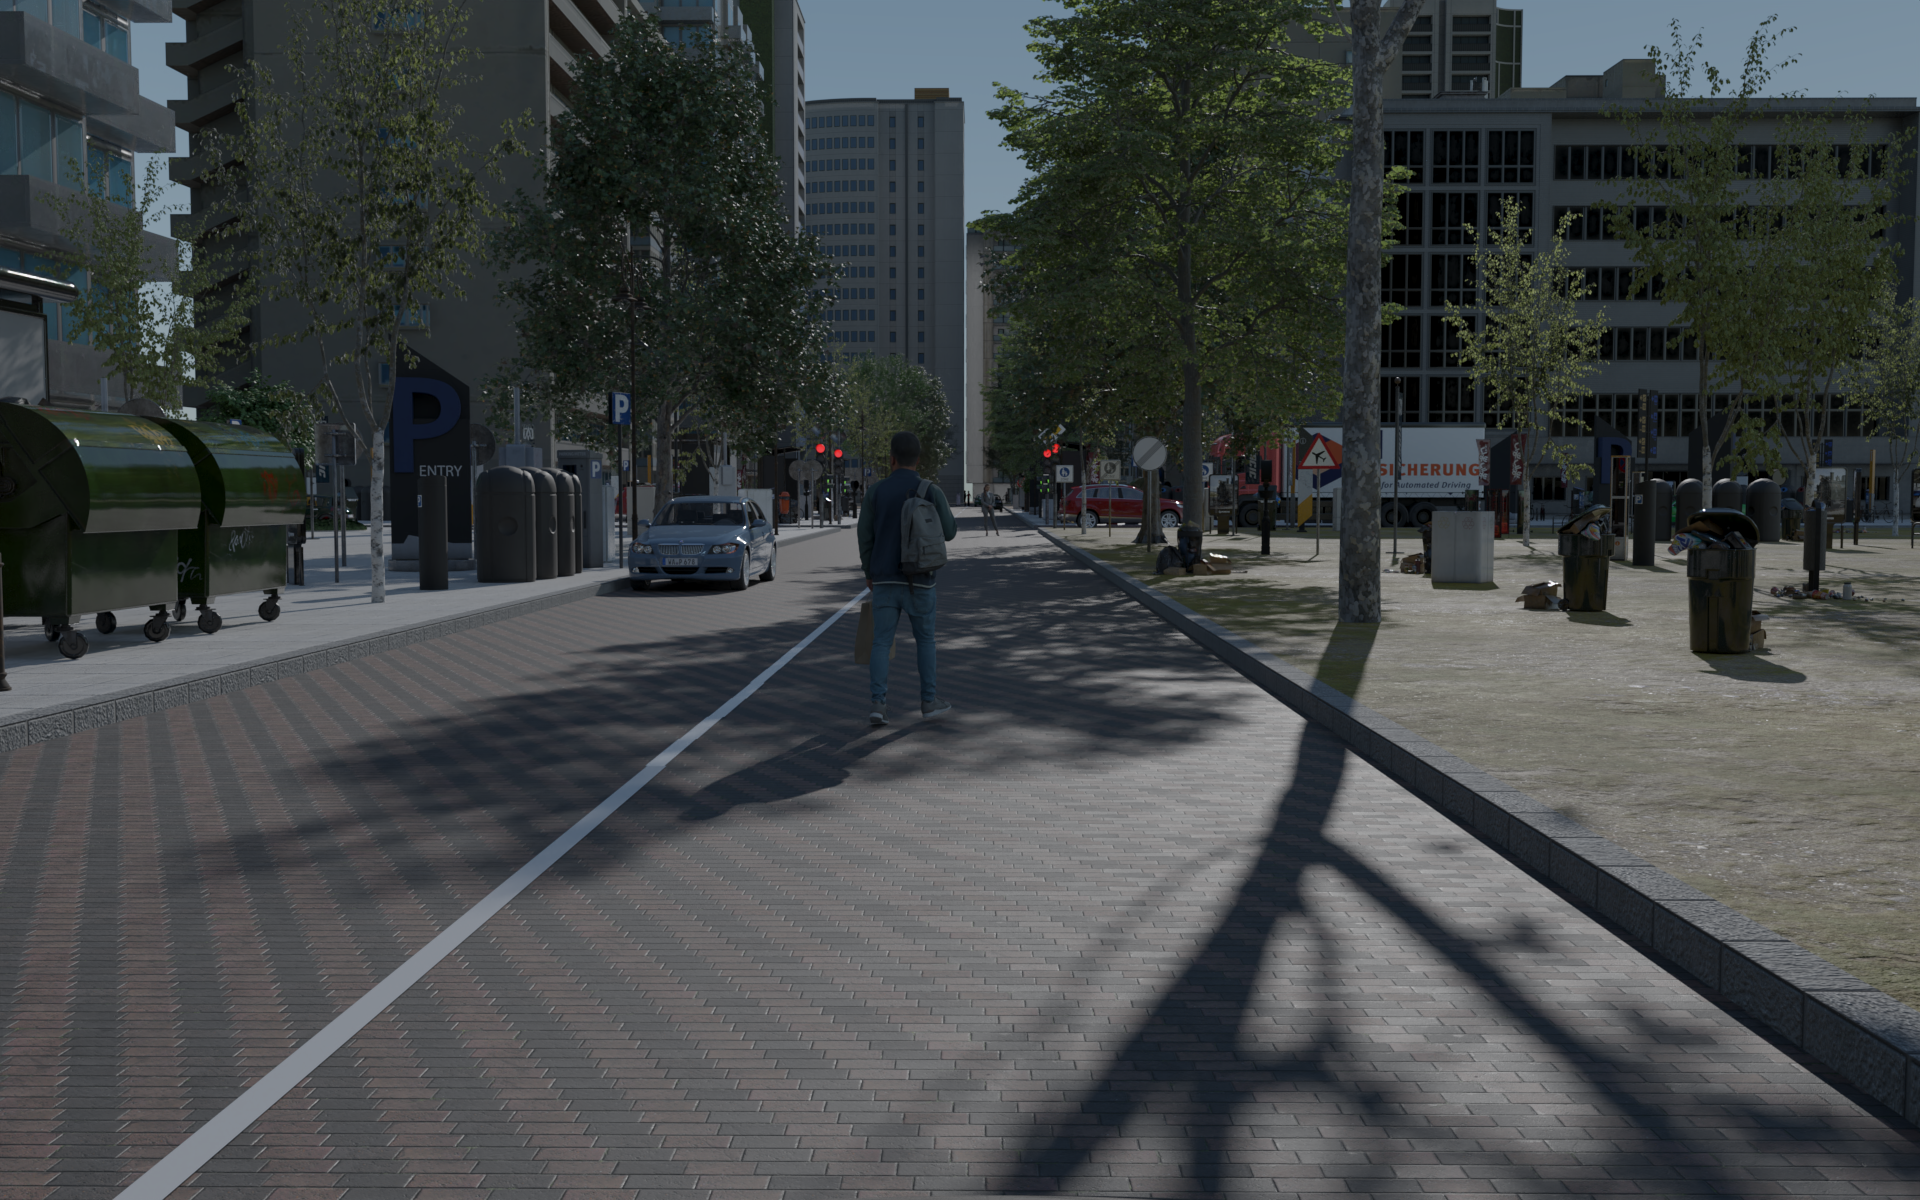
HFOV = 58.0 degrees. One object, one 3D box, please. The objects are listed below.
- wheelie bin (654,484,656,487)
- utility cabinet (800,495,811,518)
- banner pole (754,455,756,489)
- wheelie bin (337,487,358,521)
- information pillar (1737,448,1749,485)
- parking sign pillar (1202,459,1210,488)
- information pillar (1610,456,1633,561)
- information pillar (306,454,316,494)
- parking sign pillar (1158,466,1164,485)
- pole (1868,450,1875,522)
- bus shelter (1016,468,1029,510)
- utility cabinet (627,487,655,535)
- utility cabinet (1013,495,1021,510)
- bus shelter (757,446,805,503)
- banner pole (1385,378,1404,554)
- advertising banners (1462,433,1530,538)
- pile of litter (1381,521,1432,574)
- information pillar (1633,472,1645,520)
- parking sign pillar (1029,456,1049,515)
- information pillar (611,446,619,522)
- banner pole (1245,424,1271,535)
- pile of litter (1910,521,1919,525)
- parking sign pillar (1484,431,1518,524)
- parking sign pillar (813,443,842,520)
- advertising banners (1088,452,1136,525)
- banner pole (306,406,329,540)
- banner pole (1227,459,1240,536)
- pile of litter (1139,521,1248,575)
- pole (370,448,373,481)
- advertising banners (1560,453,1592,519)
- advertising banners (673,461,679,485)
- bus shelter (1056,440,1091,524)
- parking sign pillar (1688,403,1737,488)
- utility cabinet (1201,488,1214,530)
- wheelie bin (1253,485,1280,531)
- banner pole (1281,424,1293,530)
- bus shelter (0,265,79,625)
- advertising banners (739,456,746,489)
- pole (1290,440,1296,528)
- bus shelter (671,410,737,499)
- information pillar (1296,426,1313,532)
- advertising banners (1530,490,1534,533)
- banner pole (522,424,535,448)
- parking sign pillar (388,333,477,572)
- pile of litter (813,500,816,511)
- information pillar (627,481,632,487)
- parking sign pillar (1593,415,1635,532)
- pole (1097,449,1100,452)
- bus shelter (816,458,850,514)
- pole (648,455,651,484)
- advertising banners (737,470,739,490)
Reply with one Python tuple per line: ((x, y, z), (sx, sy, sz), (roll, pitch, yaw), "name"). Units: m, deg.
((-9.569, -2.880, 54.995), (0.693, 1.594, 0.980), (-2, 4, -30), "wheelie bin")
((-8.542, -5.074, 94.125), (1.020, 1.237, 0.306), (1, 4, 21), "utility cabinet")
((-10.484, -6.139, 90.396), (0.863, 3.779, 0.401), (0, 4, -1), "banner pole")
((-26.732, -4.133, 75.480), (0.693, 1.594, 0.980), (2, 4, 29), "wheelie bin")
((36.913, -5.526, 81.703), (0.504, 3.616, 0.183), (3, 4, 37), "information pillar")
((14.067, -6.659, 97.353), (1.447, 3.967, 1.447), (3, 5, 43), "parking sign pillar")
((12.675, -1.761, 33.279), (0.304, 2.012, 0.304), (2, 4, 30), "information pillar")
((-32.487, -5.837, 86.790), (0.183, 3.616, 0.504), (3, 5, 42), "information pillar")
((15.418, -8.938, 134.614), (1.447, 3.967, 1.447), (-1, 4, -19), "parking sign pillar")
((41.907, -5.245, 79.605), (0.158, 3.312, 0.155), (0, 3, 0), "pole")
((5.485, -8.770, 137.315), (2.014, 3.302, 5.546), (0, 4, 1), "bus shelter")
((-9.676, -2.711, 53.007), (1.173, 1.500, 0.318), (3, 4, 37), "utility cabinet")
((4.881, -8.074, 143.174), (1.020, 1.237, 0.306), (2, 4, 33), "utility cabinet")
((-8.957, -5.868, 87.221), (1.731, 3.624, 6.357), (0, 4, 1), "bus shelter")
((9.492, -2.905, 37.512), (0.401, 3.779, 0.863), (2, 4, 24), "banner pole")
((15.591, -3.326, 50.574), (0.090, 3.025, 2.074), (-3, 5, -41), "advertising banners")
((7.675, -0.868, 28.158), (1.719, 0.858, 1.176), (2, 4, 28), "pile of litter")
((22.442, -3.230, 57.308), (0.304, 2.012, 0.304), (-3, 5, -40), "information pillar")
((5.024, -7.326, 108.244), (1.447, 3.967, 1.447), (1, 4, 15), "parking sign pillar")
((-15.698, -5.352, 78.855), (0.504, 3.616, 0.183), (3, 4, 36), "information pillar")
((9.264, -3.907, 53.895), (0.863, 3.779, 0.401), (2, 4, 25), "banner pole")
((40.221, -3.566, 72.262), (1.719, 0.858, 1.176), (-2, 4, -29), "pile of litter")
((23.117, -5.227, 73.929), (1.447, 3.967, 1.447), (2, 4, 30), "parking sign pillar")
((-6.715, -6.067, 87.668), (1.447, 3.967, 1.447), (0, 4, 5), "parking sign pillar")
((6.351, -4.633, 71.939), (2.074, 3.025, 0.090), (0, 4, 5), "advertising banners")
((-18.106, -3.597, 48.827), (0.863, 3.779, 0.401), (1, 4, 20), "banner pole")
((8.286, -3.826, 52.576), (0.401, 3.779, 0.863), (1, 4, 17), "banner pole")
((3.867, -0.851, 27.872), (1.719, 0.858, 1.176), (-1, 4, -10), "pile of litter")
((-25.868, -5.049, 76.395), (0.158, 3.312, 0.155), (0, 3, 0), "pole")
((25.863, -4.680, 72.711), (0.090, 3.025, 2.074), (-1, 4, -21), "advertising banners")
((-14.314, -5.883, 92.368), (2.074, 3.025, 0.090), (1, 4, 14), "advertising banners")
((4.893, -5.292, 77.805), (1.731, 3.624, 6.357), (0, 4, 1), "bus shelter")
((22.475, -3.871, 51.763), (1.447, 3.967, 1.447), (-3, 5, -41), "parking sign pillar")
((8.647, -3.182, 60.711), (0.318, 1.500, 1.173), (0, 4, -1), "utility cabinet")
((10.730, -3.223, 60.599), (0.980, 1.594, 0.693), (1, 4, 16), "wheelie bin")
((11.808, -4.407, 62.063), (0.401, 3.779, 0.863), (2, 4, 26), "banner pole")
((-9.782, -2.141, 12.644), (2.179, 5.291, 8.768), (0, 4, 1), "bus shelter")
((-7.477, -4.005, 61.672), (0.090, 3.025, 2.074), (-1, 4, -21), "advertising banners")
((12.549, -4.368, 65.255), (0.158, 3.312, 0.155), (0, 3, 0), "pole")
((-9.343, -5.110, 61.180), (2.179, 5.291, 8.768), (0, 4, 1), "bus shelter")
((11.577, -4.084, 58.128), (0.504, 3.616, 0.183), (0, 4, 7), "information pillar")
((17.363, -3.614, 55.274), (2.074, 3.025, 0.090), (-1, 4, -14), "advertising banners")
((-13.604, -3.921, 54.132), (0.401, 3.779, 0.863), (3, 5, 41), "banner pole")
((-8.900, -2.486, 29.122), (1.447, 3.967, 1.447), (-1, 4, -14), "parking sign pillar")
((-11.053, -7.131, 130.551), (1.719, 0.858, 1.176), (3, 4, 39), "pile of litter")
((-18.340, -5.612, 96.253), (0.304, 2.012, 0.304), (2, 4, 25), "information pillar")
((22.401, -4.332, 59.303), (1.447, 3.967, 1.447), (0, 4, -7), "parking sign pillar")
((6.168, -5.137, 77.832), (0.158, 3.312, 0.155), (0, 3, 0), "pole")
((-8.357, -7.539, 114.553), (1.731, 3.624, 6.357), (0, 4, 1), "bus shelter")
((-16.260, -5.923, 90.687), (0.158, 3.312, 0.155), (0, 3, 0), "pole")
((-16.671, -7.885, 125.108), (2.074, 3.025, 0.090), (-1, 4, -20), "advertising banners")
